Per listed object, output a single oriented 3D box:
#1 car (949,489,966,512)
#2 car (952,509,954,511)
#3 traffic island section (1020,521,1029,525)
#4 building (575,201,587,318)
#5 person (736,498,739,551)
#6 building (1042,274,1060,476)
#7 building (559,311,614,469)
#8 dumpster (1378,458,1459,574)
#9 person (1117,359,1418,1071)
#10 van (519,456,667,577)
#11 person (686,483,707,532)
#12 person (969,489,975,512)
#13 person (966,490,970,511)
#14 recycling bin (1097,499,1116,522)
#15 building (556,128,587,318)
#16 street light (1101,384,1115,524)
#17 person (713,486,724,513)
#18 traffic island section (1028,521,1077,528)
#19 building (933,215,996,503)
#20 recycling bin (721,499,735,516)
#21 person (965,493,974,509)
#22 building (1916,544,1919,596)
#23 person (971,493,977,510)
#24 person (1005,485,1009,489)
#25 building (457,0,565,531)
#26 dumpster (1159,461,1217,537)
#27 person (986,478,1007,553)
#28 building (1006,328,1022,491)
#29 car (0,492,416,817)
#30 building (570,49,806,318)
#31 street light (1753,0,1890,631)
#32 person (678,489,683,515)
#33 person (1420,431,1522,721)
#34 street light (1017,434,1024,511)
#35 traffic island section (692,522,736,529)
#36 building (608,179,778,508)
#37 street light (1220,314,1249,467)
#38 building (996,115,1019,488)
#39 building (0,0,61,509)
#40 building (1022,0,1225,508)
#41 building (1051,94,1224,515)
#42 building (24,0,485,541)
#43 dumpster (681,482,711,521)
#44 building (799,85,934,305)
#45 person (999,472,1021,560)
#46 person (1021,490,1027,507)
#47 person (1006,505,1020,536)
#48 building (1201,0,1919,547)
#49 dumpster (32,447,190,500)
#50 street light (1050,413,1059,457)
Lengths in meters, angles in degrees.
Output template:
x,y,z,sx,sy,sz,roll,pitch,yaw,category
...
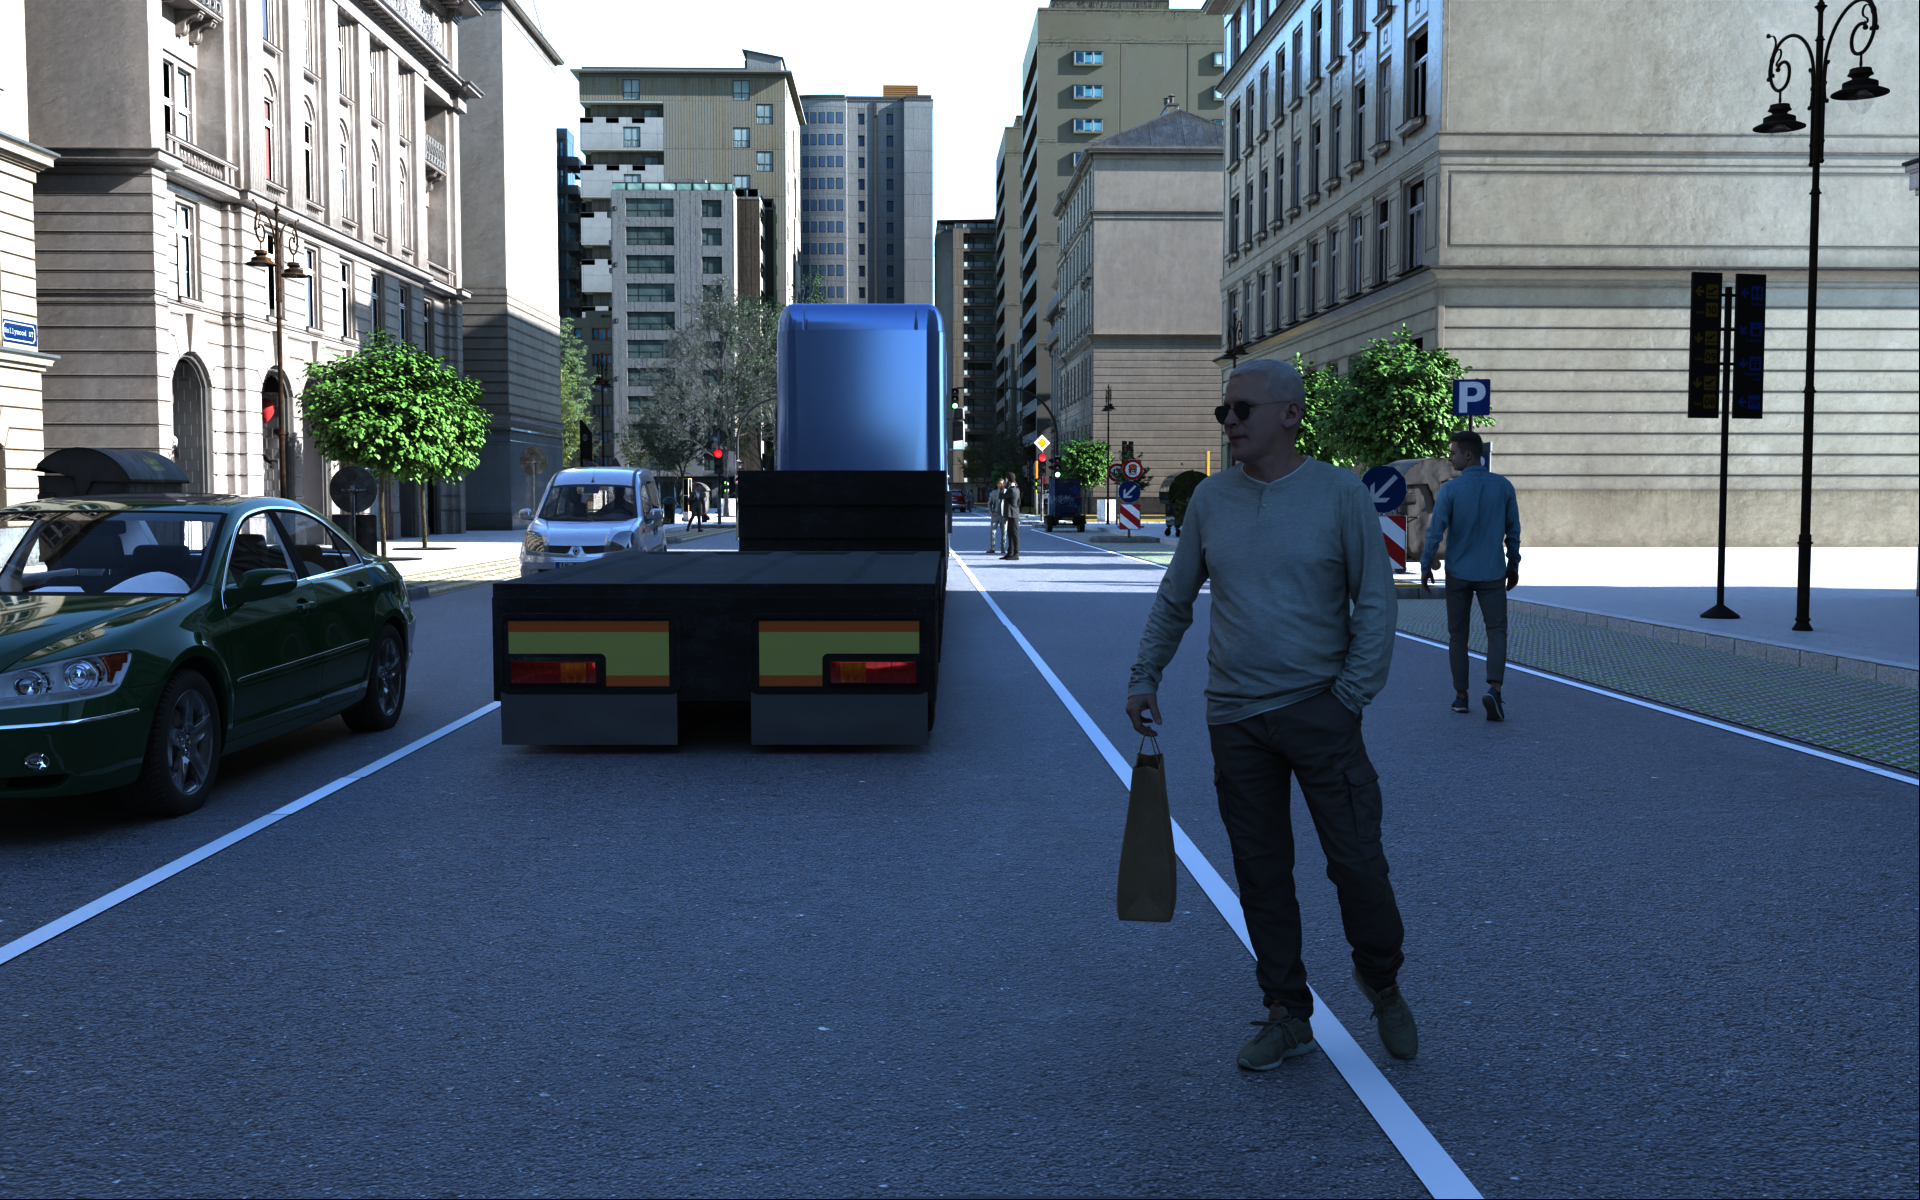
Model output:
x,y,z,sx,sy,sz,roll,pitch,yaw,category
-0.629,-7.838,136.821,2.281,1.827,5.304,0,4,-2,car
-1.530,-8.481,147.337,2.281,1.827,5.304,0,4,-2,car
3.885,-3.639,81.785,2.009,0.180,2.903,0,4,-2,traffic island section
-46.617,-36.539,252.043,28.867,44.769,22.147,0,4,-2,building
-5.043,-1.973,40.978,0.641,1.798,0.478,1,4,17,person
14.325,-18.473,143.830,13.314,21.916,24.055,0,4,-2,building
-32.681,-20.759,184.443,27.650,21.520,28.899,0,4,-2,building
7.524,-1.380,28.314,1.264,1.857,1.865,0,4,-2,dumpster
0.752,0.279,4.424,0.782,1.767,0.515,2,4,31,person
-5.246,-1.104,25.057,2.013,2.044,4.112,0,4,-4,van
-9.988,-3.496,65.629,0.622,1.834,0.822,-3,5,-40,person
0.936,-7.765,135.634,0.466,1.800,0.511,-1,4,-17,person
0.790,-8.244,143.475,0.537,1.800,0.526,-2,4,-24,person
6.890,-4.194,81.125,0.722,1.027,0.722,-2,4,-26,recycling bin
-62.510,-36.421,215.086,30.456,49.044,23.786,0,4,-2,building
6.243,-6.126,72.952,0.468,5.910,1.993,0,4,-2,street light
-15.797,-6.611,114.094,0.822,1.834,0.622,1,4,20,person
4.129,-3.151,73.804,2.009,0.180,2.903,0,4,-2,traffic island section
3.306,-34.664,250.347,14.086,41.232,14.154,0,4,-2,building
-13.157,-5.238,98.201,0.722,1.027,0.722,-1,4,-19,recycling bin
0.770,-8.970,155.274,0.853,1.813,0.709,3,5,43,person
16.487,-10.337,19.914,10.553,20.767,40.483,0,4,-2,building
1.066,-8.460,147.577,0.760,1.731,0.466,0,4,5,person
2.023,-3.855,71.794,0.793,1.790,0.793,0,4,0,person
-24.784,-13.178,64.617,18.267,20.994,9.793,0,4,-2,building
6.874,-3.034,52.107,1.502,2.255,1.985,0,4,-2,dumpster
0.970,-2.053,42.159,0.635,1.810,0.391,0,4,6,person
19.799,-21.351,194.130,27.650,21.520,28.899,0,4,-2,building
-4.360,0.159,9.196,2.131,1.459,4.920,0,4,-1,car
-33.497,-38.223,214.192,27.495,52.752,28.713,0,4,-2,building
7.925,-2.650,16.115,0.468,5.910,1.993,0,4,-2,street light
-17.327,-6.259,108.176,0.447,1.846,0.655,3,4,37,person
3.299,-0.173,11.188,0.638,1.841,0.748,1,4,15,person
4.495,-9.481,127.797,0.468,5.910,1.993,0,4,-2,street light
-10.206,-3.125,73.372,2.009,0.180,2.903,0,4,-2,traffic island section
-24.683,-23.929,162.940,14.160,30.474,14.107,0,4,-2,building
7.045,-4.388,44.532,0.468,5.910,1.993,0,4,-2,street light
15.702,-36.373,218.394,21.300,48.544,21.600,0,4,-2,building
-21.184,-11.904,13.721,14.460,24.649,34.723,0,4,-2,building
17.335,-33.284,167.901,21.300,48.544,21.600,0,4,-2,building
13.483,-19.684,119.093,12.463,27.353,25.104,0,4,-2,building
-21.627,-12.377,44.166,13.314,21.916,24.055,0,4,-2,building
-12.653,-4.717,82.879,1.264,1.857,1.865,0,4,-2,dumpster
-18.090,-43.455,252.482,28.212,58.520,21.231,0,4,-2,building
1.068,-1.820,37.625,0.474,1.900,0.648,0,4,4,person
6.001,-9.876,167.609,1.348,1.812,0.705,3,5,43,person
1.809,-3.073,59.586,0.563,1.720,0.643,-1,4,-17,person
18.164,-13.576,55.253,16.112,22.955,30.059,0,4,-2,building
-10.887,-1.009,22.258,1.264,1.857,1.865,0,4,-2,dumpster
5.411,-7.743,99.381,0.468,5.910,1.993,0,4,-2,street light
